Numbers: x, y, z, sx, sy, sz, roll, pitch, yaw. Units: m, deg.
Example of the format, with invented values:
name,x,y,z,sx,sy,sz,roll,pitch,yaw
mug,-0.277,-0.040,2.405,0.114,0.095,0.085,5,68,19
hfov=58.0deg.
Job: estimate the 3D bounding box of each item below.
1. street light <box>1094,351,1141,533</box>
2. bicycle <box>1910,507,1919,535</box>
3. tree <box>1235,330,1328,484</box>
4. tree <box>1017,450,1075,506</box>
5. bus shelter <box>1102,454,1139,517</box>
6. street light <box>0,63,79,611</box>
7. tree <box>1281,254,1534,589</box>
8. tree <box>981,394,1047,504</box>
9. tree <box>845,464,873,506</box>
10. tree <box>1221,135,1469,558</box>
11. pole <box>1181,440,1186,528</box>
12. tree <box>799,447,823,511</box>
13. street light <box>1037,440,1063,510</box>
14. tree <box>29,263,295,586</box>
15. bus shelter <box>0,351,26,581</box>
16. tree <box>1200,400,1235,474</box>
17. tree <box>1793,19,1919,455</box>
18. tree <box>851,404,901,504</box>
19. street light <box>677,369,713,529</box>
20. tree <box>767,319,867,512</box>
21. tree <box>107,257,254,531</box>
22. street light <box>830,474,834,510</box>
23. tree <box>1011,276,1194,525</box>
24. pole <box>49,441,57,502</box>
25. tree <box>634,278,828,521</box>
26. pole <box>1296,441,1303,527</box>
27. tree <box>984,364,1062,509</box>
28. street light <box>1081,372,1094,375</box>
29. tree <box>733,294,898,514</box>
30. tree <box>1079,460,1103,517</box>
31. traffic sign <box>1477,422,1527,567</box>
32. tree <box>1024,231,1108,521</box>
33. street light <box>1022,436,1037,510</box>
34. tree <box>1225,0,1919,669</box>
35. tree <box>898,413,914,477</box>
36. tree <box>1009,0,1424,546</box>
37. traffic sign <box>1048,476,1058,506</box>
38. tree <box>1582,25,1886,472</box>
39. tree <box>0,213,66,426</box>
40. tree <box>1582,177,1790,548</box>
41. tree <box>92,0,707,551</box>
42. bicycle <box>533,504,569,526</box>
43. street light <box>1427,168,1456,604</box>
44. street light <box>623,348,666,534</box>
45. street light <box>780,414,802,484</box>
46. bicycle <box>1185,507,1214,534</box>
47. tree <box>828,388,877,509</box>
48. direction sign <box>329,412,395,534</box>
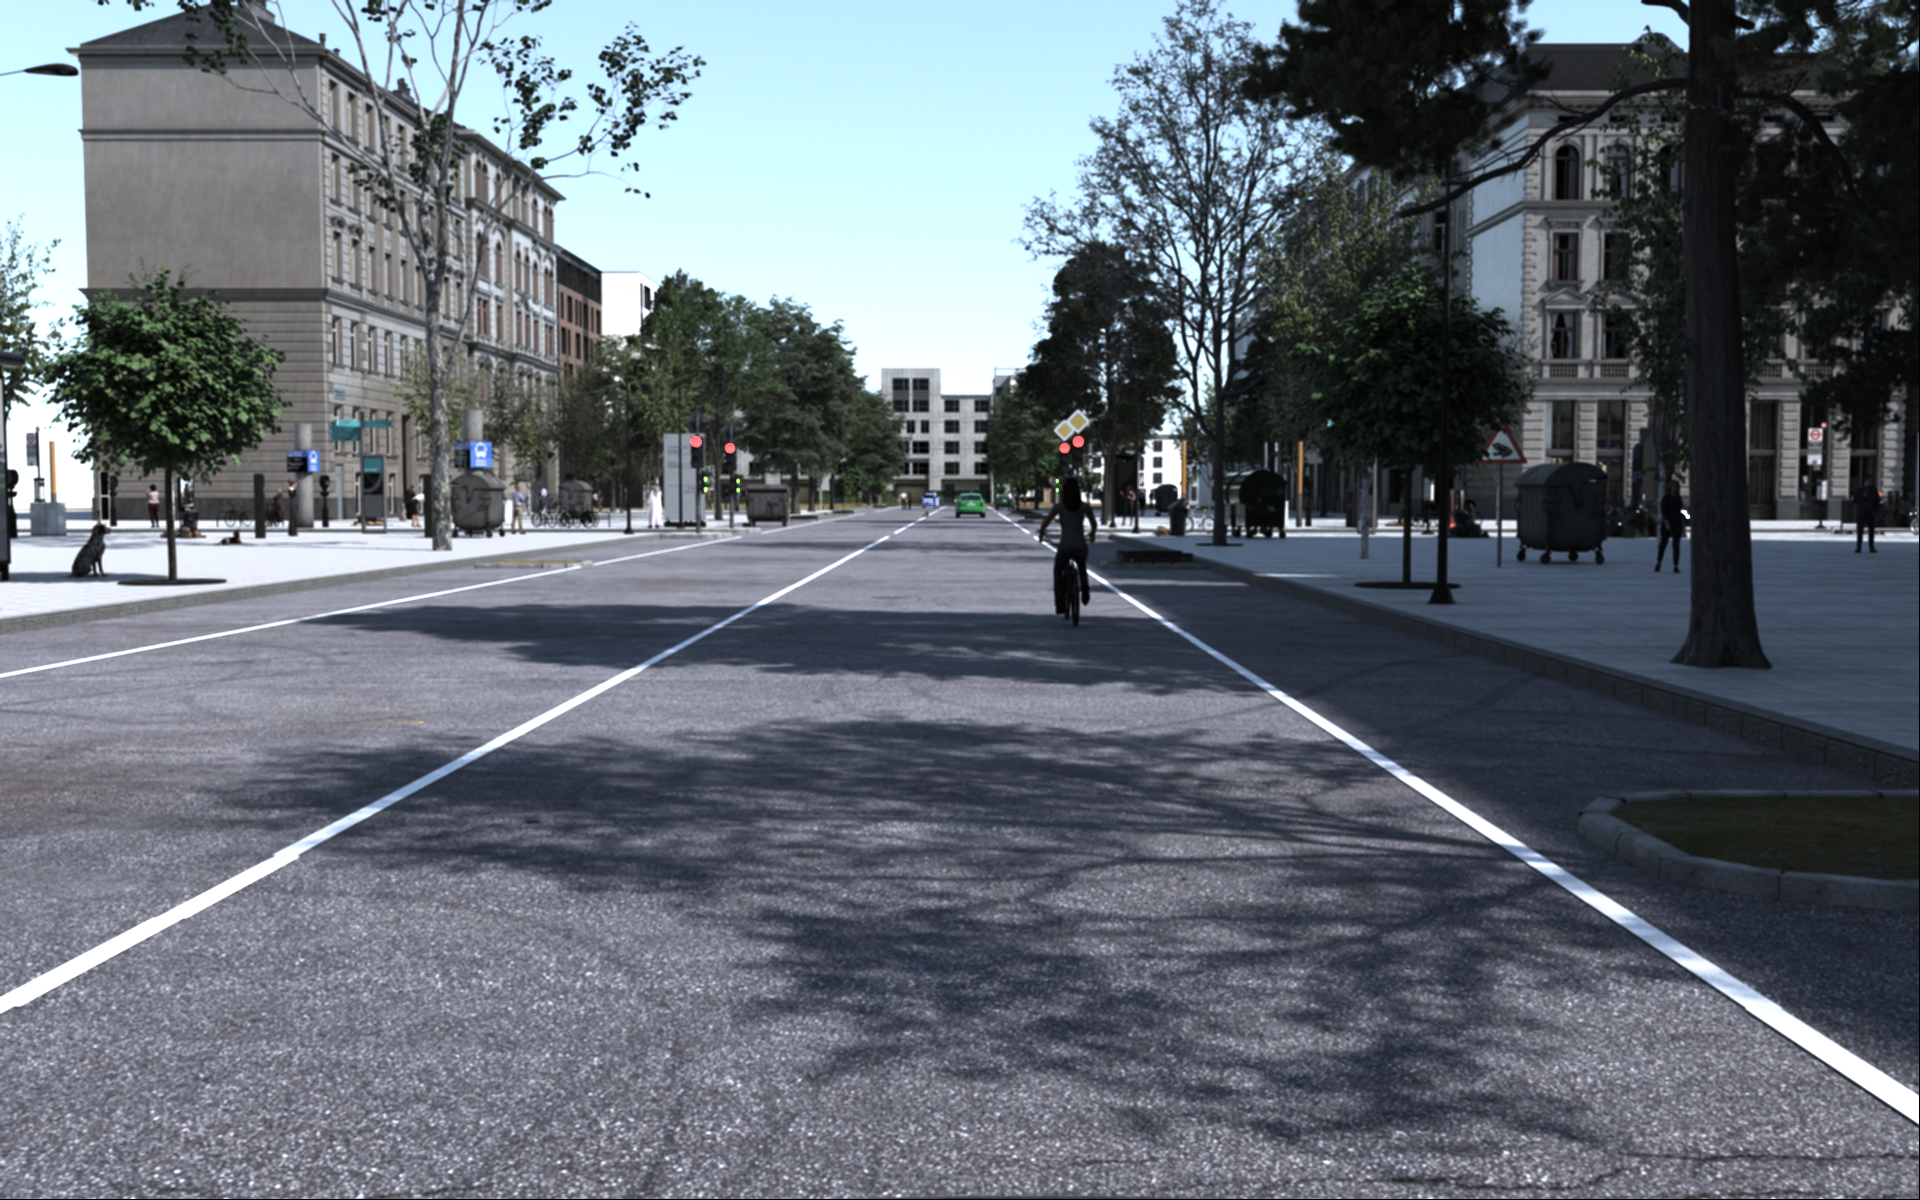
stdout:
name,x,y,z,sx,sy,sz,roll,pitch,yaw
street light,5.231,-5.134,56.477,1.470,5.913,1.316,0,4,0
bicycle,30.243,-2.499,54.084,0.635,0.972,1.543,-1,4,-10
tree,14.580,-7.568,74.106,4.360,8.622,3.978,0,3,0
tree,6.951,-8.818,127.894,4.285,4.588,4.351,0,3,0
bus shelter,9.440,-6.771,101.989,1.731,3.624,6.357,0,4,0
street light,-10.205,-2.831,18.835,1.470,5.913,1.316,0,4,0
tree,6.264,-2.454,23.837,4.285,4.588,4.351,0,3,0
tree,7.151,-18.854,214.918,9.857,13.997,8.962,0,3,0
tree,-11.014,-12.239,183.818,4.285,4.588,4.351,0,3,0
tree,7.840,-5.138,34.365,4.737,8.622,4.395,0,3,0
pole,8.473,-4.392,65.647,0.158,3.312,0.155,0,3,0
tree,-10.962,-11.171,133.014,4.360,8.622,3.978,0,3,0
street light,5.481,-7.939,102.336,1.470,5.913,1.316,0,4,0
tree,-11.408,-2.518,24.888,4.285,4.588,4.351,0,3,0
bus shelter,-14.947,-2.673,21.333,2.179,5.291,8.768,0,4,0
tree,20.424,-10.834,127.496,4.360,8.622,3.978,0,3,0
tree,18.910,-6.691,31.455,6.751,12.117,7.091,0,3,0
tree,-10.903,-18.261,216.690,7.486,12.596,7.792,0,3,0
street light,-9.872,-5.620,64.427,1.470,5.913,1.316,0,4,0
tree,-10.559,-13.354,125.764,7.806,13.903,7.818,0,3,0
tree,-24.767,-6.384,54.741,4.360,8.622,3.978,0,3,0
street light,-9.625,-10.072,137.220,1.470,5.913,1.316,0,4,0
tree,5.828,-8.360,71.092,8.767,10.594,7.601,1,4,21
pole,-34.727,-4.434,66.333,0.158,3.312,0.155,0,3,0
tree,-11.784,-9.656,83.637,9.928,11.665,9.643,0,3,0
pole,13.152,-4.481,67.109,0.158,3.312,0.155,0,3,0
tree,6.365,-14.184,150.043,7.486,12.596,7.792,0,3,0
street light,5.299,-5.716,65.994,1.470,5.913,1.316,0,4,0
tree,-10.452,-12.388,109.195,9.857,13.997,8.962,0,3,0
tree,6.933,-6.166,95.413,1.663,3.219,1.824,0,3,0
traffic sign,9.469,-1.856,30.354,0.884,2.594,0.081,1,4,10
tree,7.149,-10.728,82.825,7.806,13.903,7.818,0,3,0
street light,5.671,-10.174,138.891,1.470,5.913,1.316,0,4,0
tree,5.588,-6.450,12.878,7.806,13.903,7.818,0,3,0
tree,-10.445,-18.100,202.588,9.857,13.997,8.962,0,3,0
tree,6.306,-8.088,42.615,12.009,13.543,11.850,0,3,0
traffic sign,6.340,-7.139,116.825,0.768,2.556,0.104,1,4,8
tree,11.106,-4.582,25.278,4.737,8.622,4.395,0,3,0
tree,-25.360,-5.807,45.301,4.737,8.622,4.395,0,3,0
tree,16.914,-5.540,40.942,4.360,8.622,3.978,0,3,0
tree,-11.918,-11.099,37.352,12.611,20.169,13.585,0,3,0
bicycle,-16.560,-3.493,70.334,1.543,0.972,0.635,-1,4,-11
street light,5.106,-2.911,20.136,1.470,5.913,1.316,0,4,0
street light,-10.064,-5.062,55.298,1.470,5.913,1.316,0,4,0
street light,-9.869,-7.843,100.769,1.470,5.913,1.316,0,4,0
bicycle,7.805,-2.651,56.562,0.635,0.972,1.543,-3,5,-44
tree,-10.891,-13.671,149.271,9.928,11.665,9.643,0,3,0
direction sign,-19.532,-4.088,55.603,2.525,3.948,1.411,1,4,19
